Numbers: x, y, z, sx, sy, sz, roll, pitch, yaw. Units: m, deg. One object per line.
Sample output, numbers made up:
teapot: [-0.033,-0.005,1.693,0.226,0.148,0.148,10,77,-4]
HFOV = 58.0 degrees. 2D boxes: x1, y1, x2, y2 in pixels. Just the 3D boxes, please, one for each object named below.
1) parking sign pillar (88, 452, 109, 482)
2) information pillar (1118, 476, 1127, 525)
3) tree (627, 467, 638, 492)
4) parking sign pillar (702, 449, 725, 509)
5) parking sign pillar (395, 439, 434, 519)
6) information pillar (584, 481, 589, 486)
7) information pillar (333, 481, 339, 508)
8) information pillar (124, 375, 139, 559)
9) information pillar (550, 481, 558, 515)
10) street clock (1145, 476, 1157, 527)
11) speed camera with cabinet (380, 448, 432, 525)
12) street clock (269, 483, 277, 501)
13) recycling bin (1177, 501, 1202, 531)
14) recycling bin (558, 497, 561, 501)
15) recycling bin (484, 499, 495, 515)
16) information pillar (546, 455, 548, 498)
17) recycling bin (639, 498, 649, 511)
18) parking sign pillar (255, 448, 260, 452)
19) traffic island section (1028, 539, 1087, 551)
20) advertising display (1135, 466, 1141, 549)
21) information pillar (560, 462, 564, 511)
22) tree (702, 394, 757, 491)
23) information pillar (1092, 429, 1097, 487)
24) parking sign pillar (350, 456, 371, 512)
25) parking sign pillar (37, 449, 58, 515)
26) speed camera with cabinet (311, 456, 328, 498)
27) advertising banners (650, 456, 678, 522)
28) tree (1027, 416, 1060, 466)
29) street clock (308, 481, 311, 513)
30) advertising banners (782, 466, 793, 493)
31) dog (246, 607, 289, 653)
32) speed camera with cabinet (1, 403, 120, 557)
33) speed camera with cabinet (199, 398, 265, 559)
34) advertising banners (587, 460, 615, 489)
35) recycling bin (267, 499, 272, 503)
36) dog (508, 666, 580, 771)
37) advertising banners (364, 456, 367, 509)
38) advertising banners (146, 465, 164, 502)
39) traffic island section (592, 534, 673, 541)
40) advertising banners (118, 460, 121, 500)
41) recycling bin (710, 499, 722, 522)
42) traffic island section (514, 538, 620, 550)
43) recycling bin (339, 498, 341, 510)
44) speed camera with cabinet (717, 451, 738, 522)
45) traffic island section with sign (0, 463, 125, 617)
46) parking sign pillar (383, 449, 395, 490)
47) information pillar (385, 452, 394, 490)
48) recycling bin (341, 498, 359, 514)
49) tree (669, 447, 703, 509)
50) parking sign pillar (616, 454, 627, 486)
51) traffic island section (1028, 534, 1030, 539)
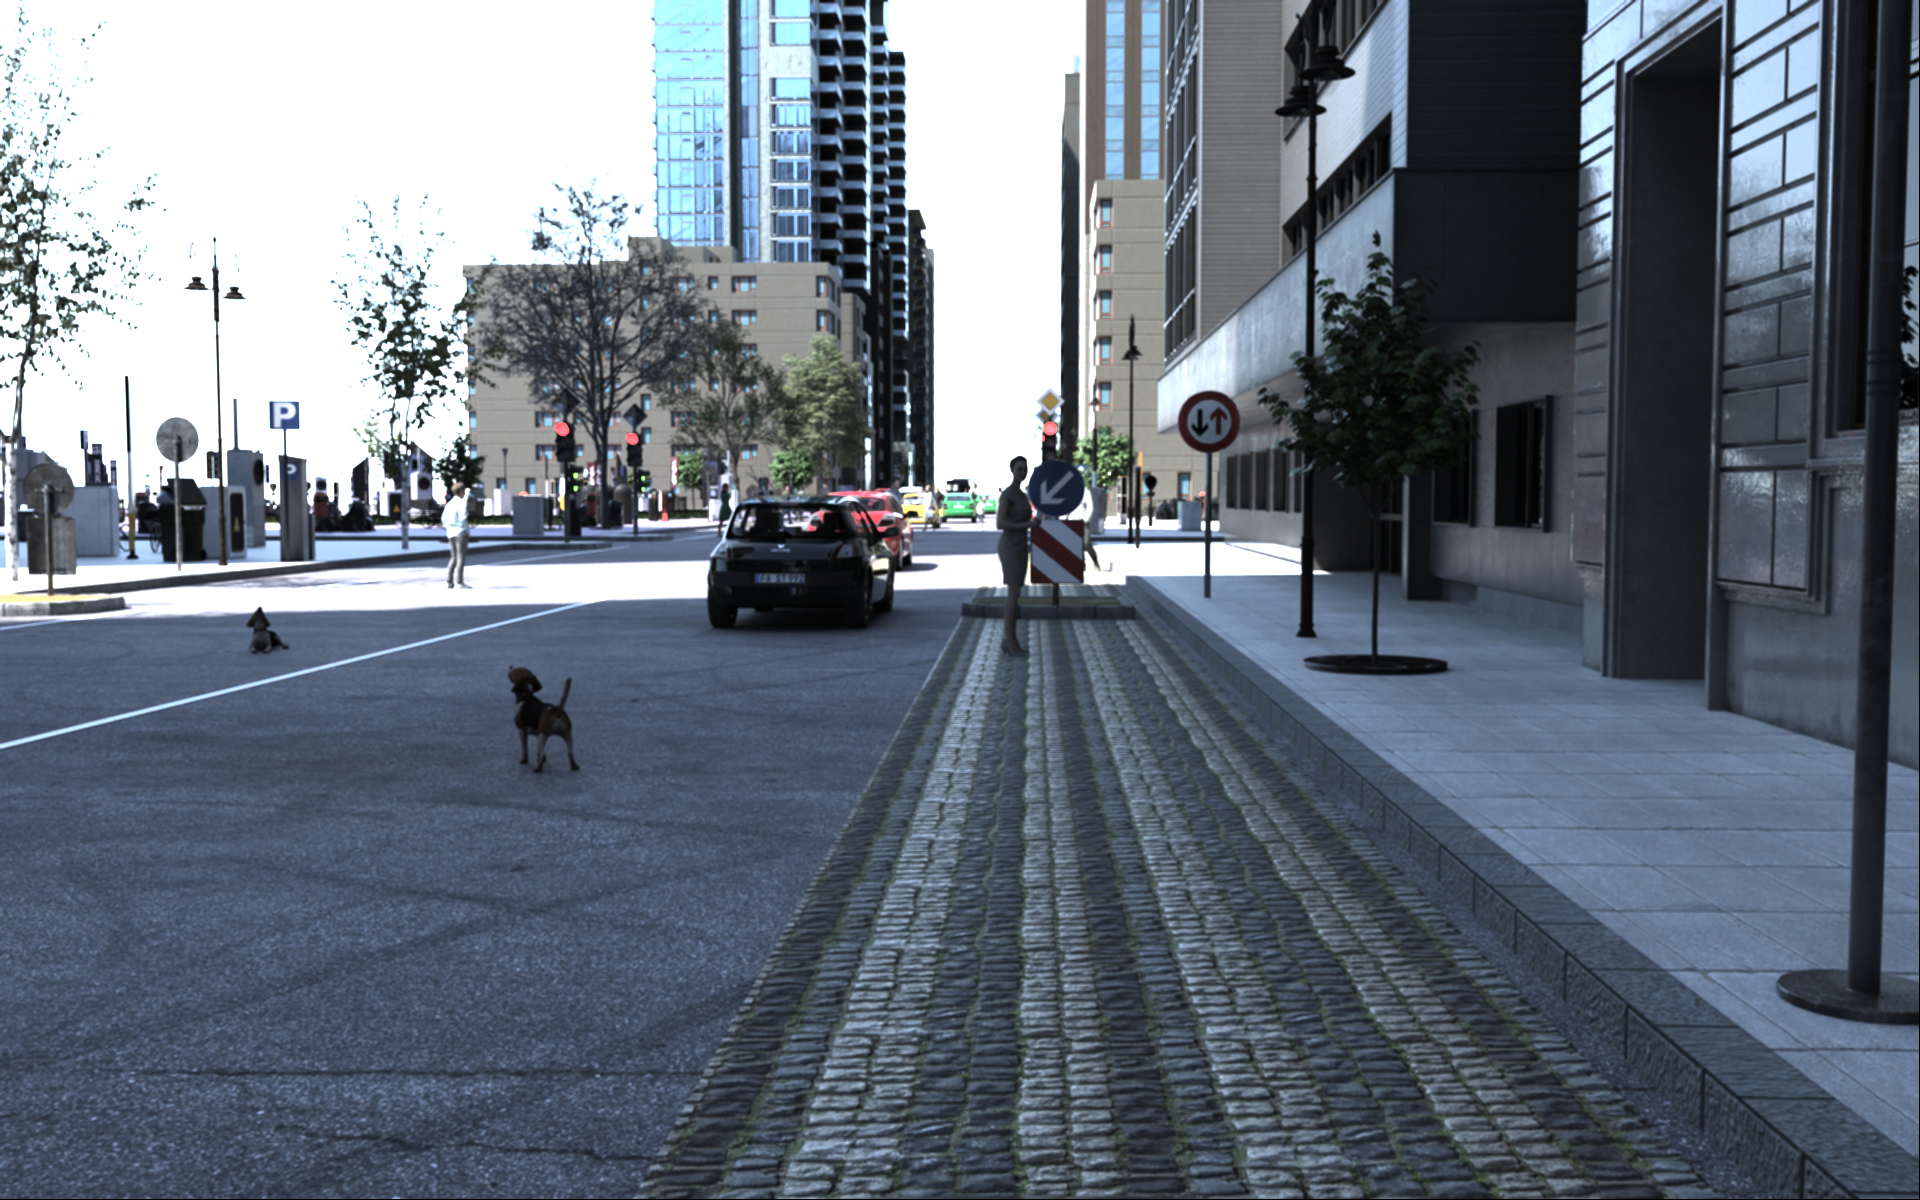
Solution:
parking sign pillar: [-52.897,-7.200,106.184,1.447,3.967,1.447,2,4,31]
information pillar: [6.781,-4.147,72.292,0.304,2.012,0.304,-1,4,-21]
tree: [-23.363,-7.894,123.673,1.663,3.219,1.824,0,3,0]
parking sign pillar: [-14.540,-6.965,102.343,1.447,3.967,1.447,0,4,8]
parking sign pillar: [-26.539,-5.911,85.110,1.447,3.967,1.447,1,4,23]
information pillar: [-20.764,-5.631,96.562,0.304,2.012,0.304,1,4,15]
information pillar: [-36.352,-5.898,100.924,0.304,2.012,0.304,-1,4,-12]
information pillar: [-16.453,-2.630,34.351,0.183,3.616,0.504,-1,4,-19]
information pillar: [-22.265,-5.541,95.082,0.304,2.012,0.304,1,4,23]
street clock: [7.462,-3.865,67.765,0.471,2.002,0.358,0,4,7]
speed camera with cabinet: [-23.465,-4.834,73.367,2.038,3.252,0.660,-3,5,-42]
street clock: [-43.629,-6.452,110.068,0.471,2.002,0.358,2,4,25]
recycling bin: [7.978,-2.912,60.162,0.722,1.027,0.722,0,4,-5]
recycling bin: [-29.490,-7.102,128.669,0.722,1.027,0.722,-2,4,-26]
recycling bin: [-23.040,-4.458,85.446,0.722,1.027,0.722,3,5,41]
information pillar: [-24.648,-6.851,103.375,0.183,3.616,0.504,-1,4,-10]
recycling bin: [-18.520,-5.444,101.562,0.722,1.027,0.722,-3,5,-40]
parking sign pillar: [-41.602,-6.906,101.377,1.447,3.967,1.447,-1,4,-20]
traffic island section: [2.366,-1.408,45.300,2.009,0.180,2.903,0,4,2]
advertising display: [4.177,-2.171,40.709,0.123,1.923,0.974,0,4,4]
information pillar: [-21.043,-6.162,92.099,0.504,3.616,0.183,2,4,35]
tree: [-16.910,-10.794,126.847,4.360,8.622,3.978,0,3,0]
information pillar: [4.849,-4.352,62.506,0.183,3.616,0.504,0,4,-8]
parking sign pillar: [-42.444,-8.195,122.457,1.447,3.967,1.447,3,4,38]
parking sign pillar: [-54.660,-7.056,103.837,1.447,3.967,1.447,2,4,26]
speed camera with cabinet: [-33.625,-5.795,89.076,2.038,3.252,0.660,-3,5,-42]
advertising banners: [-13.683,-5.138,80.198,2.074,3.025,0.090,3,5,42]
tree: [12.309,-17.978,219.702,9.928,11.665,9.643,0,3,0]
street clock: [-37.447,-5.799,99.381,0.358,2.002,0.471,3,4,38]
advertising banners: [-10.808,-6.867,108.461,0.090,3.025,2.074,1,4,13]
dog: [-6.332,0.260,15.948,0.550,0.427,0.748,2,4,29]
speed camera with cabinet: [-18.352,-2.509,35.356,2.038,3.252,0.660,-1,4,-12]
speed camera with cabinet: [-14.651,-2.481,34.898,0.660,3.252,2.038,0,4,-1]
advertising banners: [-19.562,-6.075,95.510,2.074,3.025,0.090,0,4,6]
recycling bin: [-38.710,-5.120,96.259,0.722,1.027,0.722,-3,4,-36]
dog: [-2.203,0.623,9.098,0.540,0.507,0.406,1,4,13]
advertising banners: [-27.277,-5.093,79.454,0.090,3.025,2.074,-1,4,-16]
advertising banners: [-48.132,-6.563,103.492,0.090,3.025,2.074,1,4,9]
traffic island section: [-10.091,-1.928,53.800,2.009,0.180,2.903,0,4,2]
advertising banners: [-42.402,-5.567,87.207,0.090,3.025,2.074,-1,4,-17]
recycling bin: [-11.342,-4.209,81.369,0.722,1.027,0.722,-1,4,-19]
traffic island section: [-10.414,-1.440,45.821,2.009,0.180,2.903,0,4,2]
recycling bin: [-42.179,-6.503,118.877,0.722,1.027,0.722,3,4,38]
speed camera with cabinet: [-10.657,-5.211,79.528,0.660,3.252,2.038,0,4,4]
traffic island section with sign: [-11.426,-0.765,21.142,1.989,1.847,2.006,0,4,2]
parking sign pillar: [-33.853,-7.049,103.718,1.447,3.967,1.447,2,4,33]
information pillar: [-29.992,-6.102,91.116,0.504,3.616,0.183,1,4,8]
recycling bin: [-39.676,-6.140,112.945,0.722,1.027,0.722,0,4,6]
tree: [-18.115,-8.195,117.704,4.285,4.588,4.351,0,3,0]
parking sign pillar: [-22.786,-7.843,116.711,1.447,3.967,1.447,0,4,2]
traffic island section: [2.690,-1.896,53.279,2.009,0.180,2.903,0,4,2]
